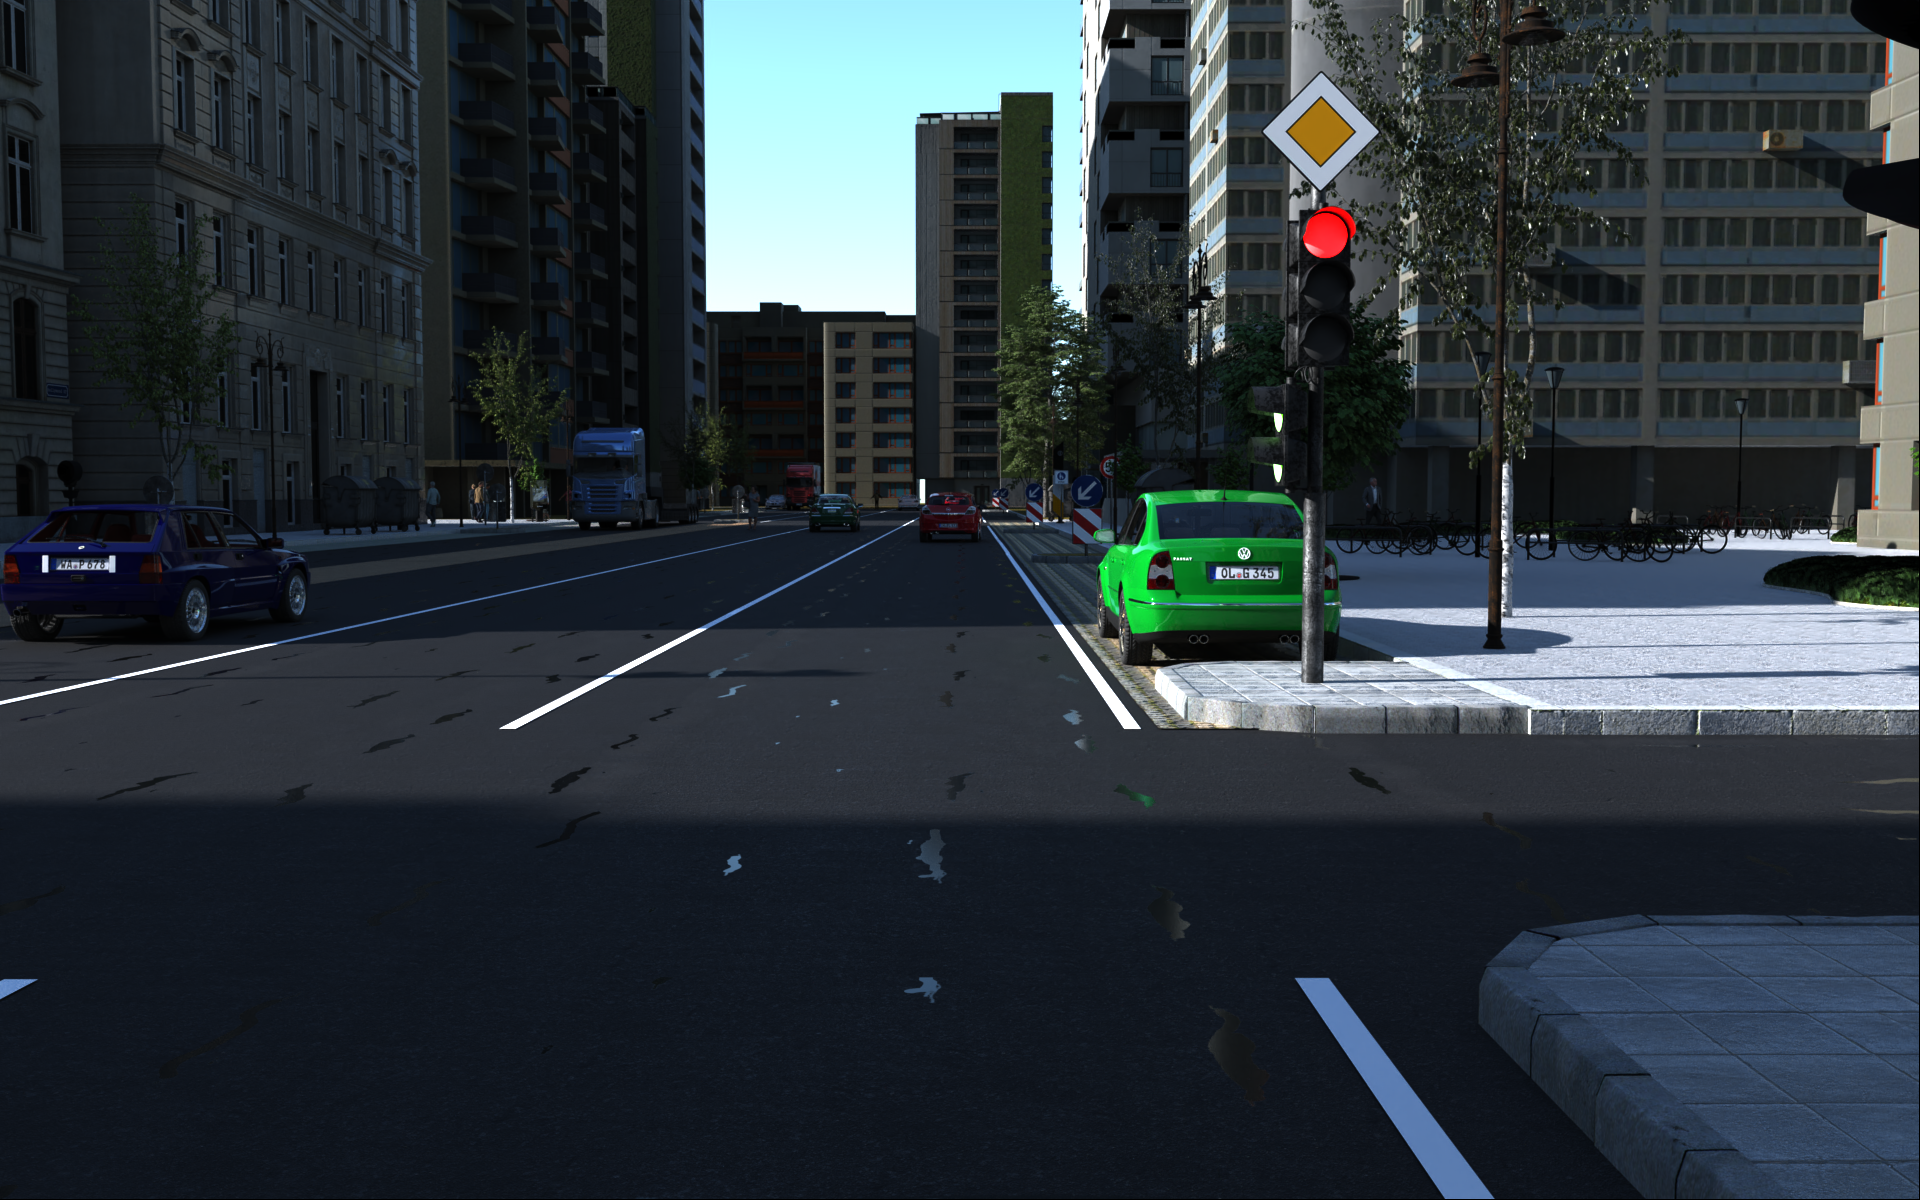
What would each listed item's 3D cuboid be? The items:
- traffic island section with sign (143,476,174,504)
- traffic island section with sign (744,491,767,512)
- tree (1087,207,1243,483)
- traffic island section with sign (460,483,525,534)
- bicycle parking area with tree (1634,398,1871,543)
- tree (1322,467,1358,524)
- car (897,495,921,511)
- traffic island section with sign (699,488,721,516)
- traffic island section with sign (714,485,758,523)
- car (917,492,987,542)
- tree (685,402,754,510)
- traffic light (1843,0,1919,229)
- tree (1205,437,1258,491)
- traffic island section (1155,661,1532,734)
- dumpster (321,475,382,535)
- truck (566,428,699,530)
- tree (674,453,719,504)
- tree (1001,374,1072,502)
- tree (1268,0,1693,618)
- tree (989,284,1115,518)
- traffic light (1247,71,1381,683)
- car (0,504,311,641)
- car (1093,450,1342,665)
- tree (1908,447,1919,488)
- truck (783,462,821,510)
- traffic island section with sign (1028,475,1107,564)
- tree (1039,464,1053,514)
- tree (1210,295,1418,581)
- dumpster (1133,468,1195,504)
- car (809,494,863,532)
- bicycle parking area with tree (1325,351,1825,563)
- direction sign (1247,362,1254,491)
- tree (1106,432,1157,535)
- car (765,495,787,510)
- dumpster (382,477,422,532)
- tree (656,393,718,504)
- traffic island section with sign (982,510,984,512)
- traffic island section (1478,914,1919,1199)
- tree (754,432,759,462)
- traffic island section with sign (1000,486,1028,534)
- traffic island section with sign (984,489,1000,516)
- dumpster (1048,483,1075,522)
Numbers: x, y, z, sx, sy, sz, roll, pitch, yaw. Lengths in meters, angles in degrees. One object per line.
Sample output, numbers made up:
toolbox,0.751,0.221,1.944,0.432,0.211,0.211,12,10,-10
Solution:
traffic island section with sign,-17.108,-1.703,36.474,1.989,1.847,2.006,0,4,0
traffic island section with sign,-16.812,-8.128,141.524,1.989,1.847,2.006,0,4,0
tree,5.434,-5.792,45.056,4.360,8.622,3.978,0,3,0
traffic island section with sign,-17.041,-3.352,63.429,1.989,1.847,2.006,0,4,0
bicycle parking area with tree,25.991,-3.988,52.212,8.231,4.147,9.016,0,4,6
tree,12.433,-3.930,58.852,1.663,3.219,1.824,0,3,0
car,-4.445,-8.486,151.108,2.083,1.381,4.827,0,4,0
traffic island section with sign,-16.890,-6.480,114.569,1.989,1.847,2.006,0,4,0
traffic island section with sign,-11.178,-4.802,86.647,2.006,1.907,1.989,0,4,0
car,-0.264,-2.691,53.031,2.155,1.783,4.494,0,4,2
tree,-19.671,-11.394,136.653,4.737,8.622,4.395,0,3,0
traffic light,0.267,-1.768,3.573,4.771,5.953,1.251,0,4,0
tree,9.343,-3.937,58.966,1.663,3.219,1.824,0,3,0
traffic island section,2.423,0.641,11.807,2.009,0.180,2.903,0,4,0
dumpster,-19.306,-2.998,54.771,1.264,1.857,1.865,0,3,0
truck,-14.001,-5.275,76.011,2.967,4.110,18.799,0,4,-1
tree,-19.867,-8.961,130.230,4.285,4.588,4.351,0,3,0
tree,5.164,-9.518,105.979,4.737,8.622,4.395,0,3,0
tree,5.438,-4.124,17.784,4.360,8.622,3.978,0,3,0
tree,4.970,-10.770,94.219,7.486,12.596,7.792,0,3,0
traffic light,2.383,-1.393,11.693,0.839,4.253,0.868,0,4,0
car,-8.278,-0.344,18.206,1.945,1.354,3.894,0,4,1
car,2.241,-0.427,15.783,1.959,1.807,4.718,0,4,0
tree,17.366,-2.205,30.651,1.663,3.219,1.824,0,3,0
truck,-14.065,-10.178,155.315,2.839,4.237,11.283,0,4,-1
traffic island section with sign,2.507,-1.699,36.405,1.989,1.847,2.006,0,4,0
tree,5.939,-7.102,110.726,1.663,3.219,1.824,0,3,0
tree,5.389,-2.601,26.245,4.285,4.588,4.351,0,3,0
dumpster,4.599,-2.023,38.832,1.264,1.857,1.865,0,4,0
car,-4.828,-3.376,66.993,2.131,1.459,4.920,0,4,-1
bicycle parking area with tree,12.082,-3.061,37.043,8.231,4.147,9.016,-3,5,-42
direction sign,4.900,-2.268,29.081,0.379,3.537,0.876,1,4,22
tree,5.423,-3.658,54.411,1.663,3.219,1.824,0,3,0
car,-16.954,-9.064,160.561,2.083,1.381,4.827,0,4,0
dumpster,-19.314,-3.272,59.264,1.264,1.857,1.865,0,4,0
tree,-19.587,-10.694,125.215,4.360,8.622,3.978,0,3,0
traffic island section with sign,2.814,-8.121,141.403,1.989,1.847,2.006,0,4,0
traffic island section,2.400,1.129,3.822,2.009,0.180,2.903,0,4,0
tree,-19.816,-12.513,154.952,4.737,8.622,4.395,0,3,0
traffic island section with sign,2.582,-3.348,63.361,1.989,1.847,2.006,0,4,0
traffic island section with sign,2.736,-6.422,113.623,1.989,1.847,2.006,0,4,0
dumpster,4.768,-4.613,81.188,1.264,1.857,1.865,0,4,0
